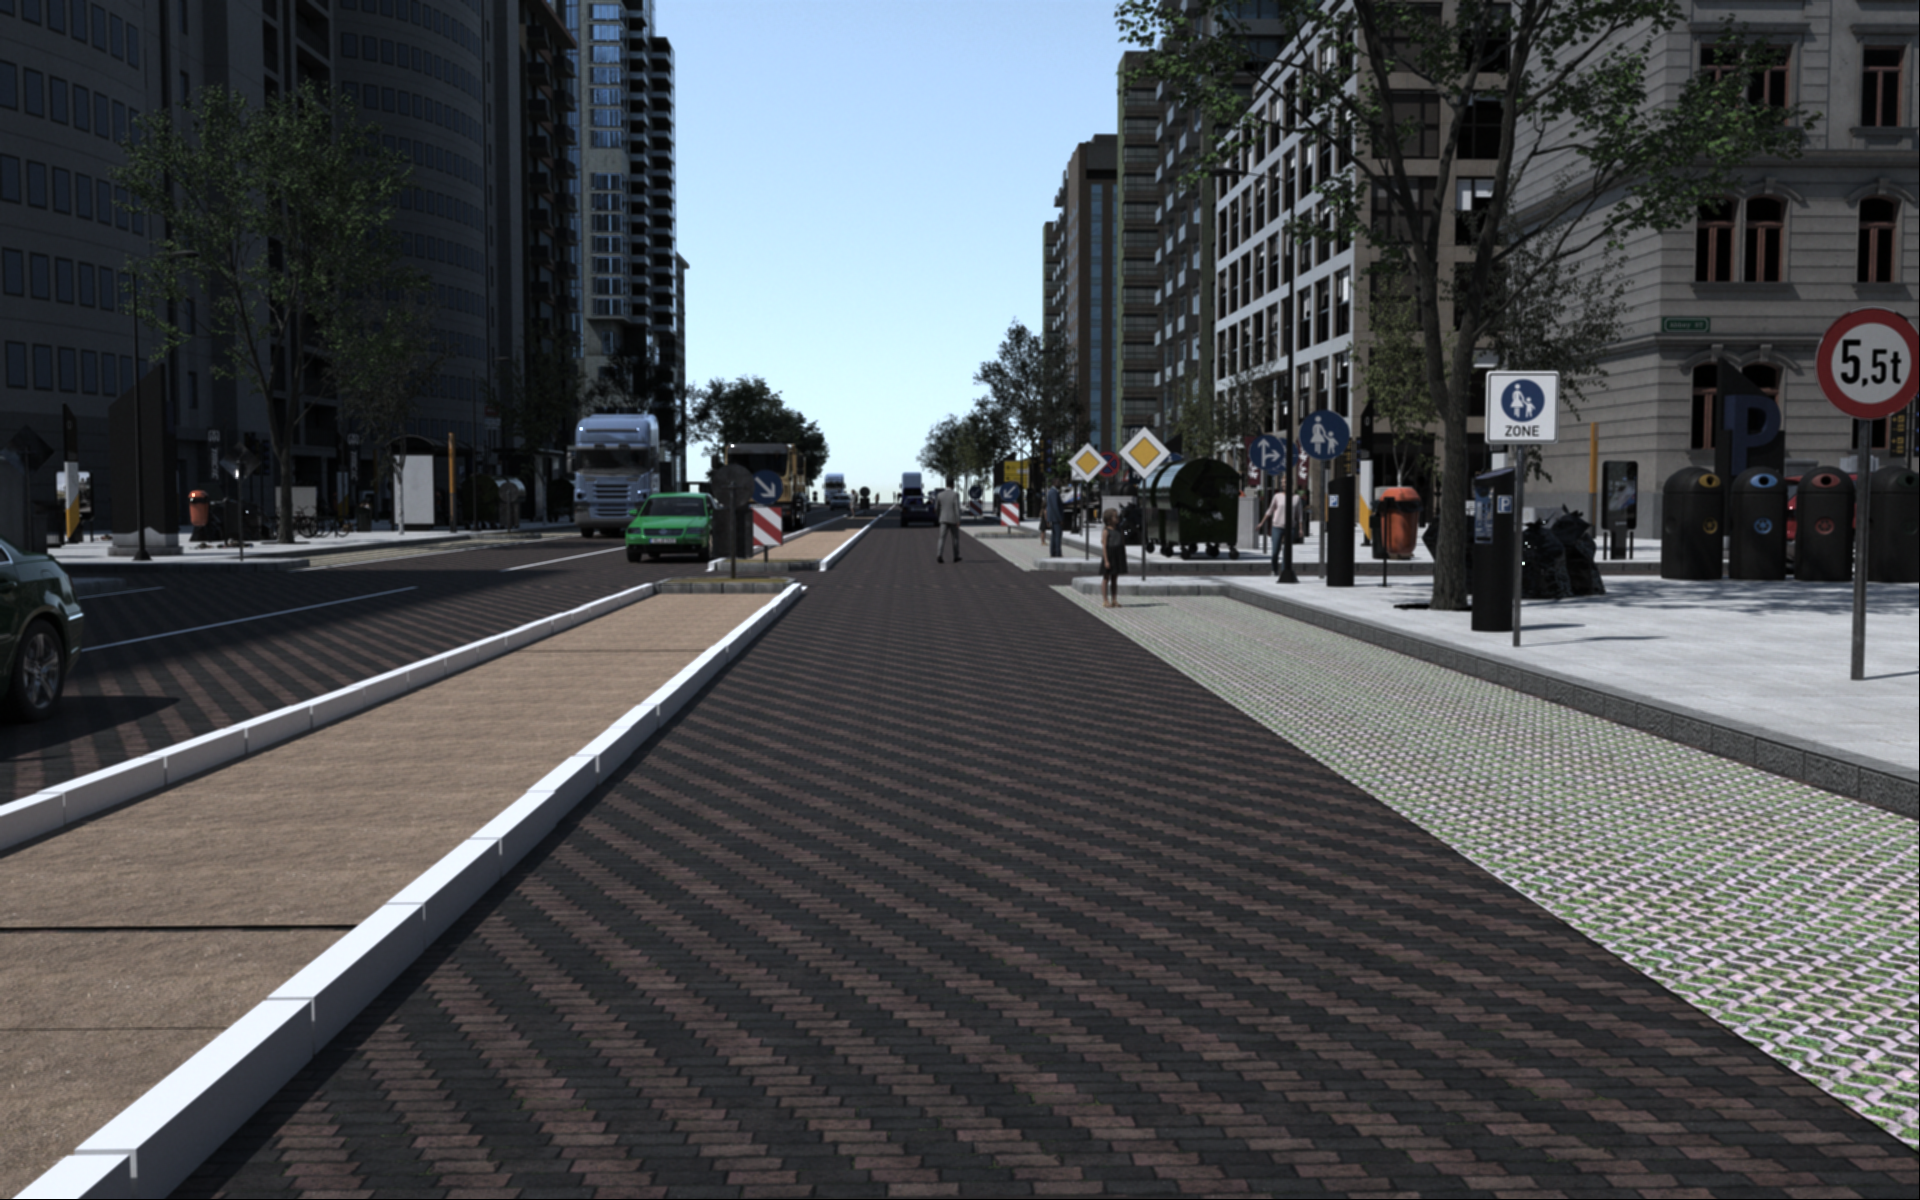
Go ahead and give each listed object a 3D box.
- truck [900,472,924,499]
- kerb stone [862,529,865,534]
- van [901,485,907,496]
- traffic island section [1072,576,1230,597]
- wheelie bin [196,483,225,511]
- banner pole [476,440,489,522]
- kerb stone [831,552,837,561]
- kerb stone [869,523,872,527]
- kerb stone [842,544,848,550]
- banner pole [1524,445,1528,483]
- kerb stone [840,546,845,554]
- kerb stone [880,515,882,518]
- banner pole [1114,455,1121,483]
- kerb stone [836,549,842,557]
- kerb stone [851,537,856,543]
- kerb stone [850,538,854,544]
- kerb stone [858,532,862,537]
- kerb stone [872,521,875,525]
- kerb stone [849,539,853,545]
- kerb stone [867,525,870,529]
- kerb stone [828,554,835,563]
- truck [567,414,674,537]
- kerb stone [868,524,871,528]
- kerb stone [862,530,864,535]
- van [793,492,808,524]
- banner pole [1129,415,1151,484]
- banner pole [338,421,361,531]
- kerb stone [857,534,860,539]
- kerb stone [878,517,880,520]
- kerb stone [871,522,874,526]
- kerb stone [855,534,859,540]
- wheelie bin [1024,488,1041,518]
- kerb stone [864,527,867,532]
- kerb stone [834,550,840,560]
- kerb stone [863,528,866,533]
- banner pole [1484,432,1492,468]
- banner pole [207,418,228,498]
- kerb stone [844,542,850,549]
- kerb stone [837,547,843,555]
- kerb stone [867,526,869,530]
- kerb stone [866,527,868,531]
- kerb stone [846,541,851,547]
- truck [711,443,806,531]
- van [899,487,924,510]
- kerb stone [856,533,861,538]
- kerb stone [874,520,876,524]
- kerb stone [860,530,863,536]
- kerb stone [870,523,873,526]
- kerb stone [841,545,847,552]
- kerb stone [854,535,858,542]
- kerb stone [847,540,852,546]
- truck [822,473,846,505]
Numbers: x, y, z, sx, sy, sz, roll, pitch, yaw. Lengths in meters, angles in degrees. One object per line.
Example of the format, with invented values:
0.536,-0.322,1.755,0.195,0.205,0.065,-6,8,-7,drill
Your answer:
-5.783,-13.391,208.698,2.967,4.110,18.799,0,4,-2,truck
-3.376,-2.233,58.711,0.120,0.150,1.000,0,4,-2,kerb stone
-5.110,-10.826,181.394,2.240,2.365,5.245,0,4,-2,van
2.733,-0.203,25.603,2.009,0.180,2.903,0,4,-2,traffic island section
-22.007,-2.618,50.710,0.693,1.594,0.980,2,4,30,wheelie bin
-21.934,-5.498,79.901,0.401,3.779,0.863,0,4,-3,banner pole
-2.695,-0.855,36.179,0.120,0.150,1.000,0,4,-2,kerb stone
-3.734,-2.924,69.997,0.120,0.150,1.000,0,4,-2,kerb stone
-2.879,-1.226,42.320,0.120,0.150,1.000,0,4,-2,kerb stone
14.968,-3.422,45.964,0.401,3.779,0.863,2,4,32,banner pole
-2.816,-1.106,40.277,0.120,0.150,1.000,0,4,-2,kerb stone
-4.516,-4.483,95.635,0.120,0.150,1.000,0,4,-2,kerb stone
9.929,-7.274,108.946,0.863,3.779,0.401,-3,5,-44,banner pole
-2.750,-0.981,38.227,0.120,0.150,1.000,0,4,-2,kerb stone
-3.066,-1.607,48.466,0.120,0.150,1.000,0,4,-2,kerb stone
-3.035,-1.544,47.436,0.120,0.150,1.000,0,4,-2,kerb stone
-3.256,-1.983,54.611,0.120,0.150,1.000,0,4,-2,kerb stone
-3.880,-3.237,75.115,0.120,0.150,1.000,0,4,-2,kerb stone
-3.004,-1.481,46.415,0.120,0.150,1.000,0,4,-2,kerb stone
-3.601,-2.671,65.899,0.120,0.150,1.000,0,4,-2,kerb stone
-2.666,-0.789,35.157,0.120,0.150,1.000,0,4,-2,kerb stone
-11.688,-4.553,64.195,2.967,4.110,18.799,0,4,-3,truck
-3.674,-2.799,67.954,0.120,0.150,1.000,0,4,-2,kerb stone
-3.343,-2.170,57.682,0.120,0.150,1.000,0,4,-2,kerb stone
-8.112,-4.535,81.151,2.013,2.044,4.112,0,4,-2,van
5.734,-3.963,54.813,0.863,3.779,0.401,1,4,12,banner pole
-21.084,-4.271,59.840,0.863,3.779,0.401,-3,4,-38,banner pole
-3.190,-1.849,52.559,0.120,0.150,1.000,0,4,-2,kerb stone
-4.305,-4.053,88.455,0.120,0.150,1.000,0,4,-2,kerb stone
-3.824,-3.111,73.065,0.120,0.150,1.000,0,4,-2,kerb stone
-3.164,-1.794,51.536,0.120,0.150,1.000,0,4,-2,kerb stone
3.906,-5.188,92.735,0.980,1.594,0.693,1,4,9,wheelie bin
-3.476,-2.421,61.784,0.120,0.150,1.000,0,4,-2,kerb stone
-2.718,-0.918,37.200,0.120,0.150,1.000,0,4,-2,kerb stone
-3.410,-2.295,59.732,0.120,0.150,1.000,0,4,-2,kerb stone
21.171,-4.838,69.124,0.863,3.779,0.401,1,4,21,banner pole
-24.331,-4.092,56.921,0.401,3.779,0.863,3,4,38,banner pole
-2.905,-1.293,43.343,0.120,0.150,1.000,0,4,-2,kerb stone
-2.782,-1.043,39.250,0.120,0.150,1.000,0,4,-2,kerb stone
-3.571,-2.610,64.873,0.120,0.150,1.000,0,4,-2,kerb stone
-3.508,-2.482,62.810,0.120,0.150,1.000,0,4,-2,kerb stone
-2.942,-1.356,44.365,0.120,0.150,1.000,0,4,-2,kerb stone
-7.676,-4.442,68.554,3.469,3.379,9.791,0,4,-1,truck
-4.268,-9.146,153.913,2.240,2.365,5.245,0,4,-3,van
-3.223,-1.916,53.582,0.120,0.150,1.000,0,4,-2,kerb stone
-3.984,-3.424,78.199,0.120,0.150,1.000,0,4,-2,kerb stone
-3.322,-2.108,56.656,0.120,0.150,1.000,0,4,-2,kerb stone
-3.752,-2.986,71.019,0.120,0.150,1.000,0,4,-2,kerb stone
-2.843,-1.168,41.299,0.120,0.150,1.000,0,4,-2,kerb stone
-3.132,-1.723,50.515,0.120,0.150,1.000,0,4,-2,kerb stone
-2.973,-1.419,45.393,0.120,0.150,1.000,0,4,-2,kerb stone
-16.284,-14.742,230.784,2.967,4.110,18.799,0,4,-1,truck
